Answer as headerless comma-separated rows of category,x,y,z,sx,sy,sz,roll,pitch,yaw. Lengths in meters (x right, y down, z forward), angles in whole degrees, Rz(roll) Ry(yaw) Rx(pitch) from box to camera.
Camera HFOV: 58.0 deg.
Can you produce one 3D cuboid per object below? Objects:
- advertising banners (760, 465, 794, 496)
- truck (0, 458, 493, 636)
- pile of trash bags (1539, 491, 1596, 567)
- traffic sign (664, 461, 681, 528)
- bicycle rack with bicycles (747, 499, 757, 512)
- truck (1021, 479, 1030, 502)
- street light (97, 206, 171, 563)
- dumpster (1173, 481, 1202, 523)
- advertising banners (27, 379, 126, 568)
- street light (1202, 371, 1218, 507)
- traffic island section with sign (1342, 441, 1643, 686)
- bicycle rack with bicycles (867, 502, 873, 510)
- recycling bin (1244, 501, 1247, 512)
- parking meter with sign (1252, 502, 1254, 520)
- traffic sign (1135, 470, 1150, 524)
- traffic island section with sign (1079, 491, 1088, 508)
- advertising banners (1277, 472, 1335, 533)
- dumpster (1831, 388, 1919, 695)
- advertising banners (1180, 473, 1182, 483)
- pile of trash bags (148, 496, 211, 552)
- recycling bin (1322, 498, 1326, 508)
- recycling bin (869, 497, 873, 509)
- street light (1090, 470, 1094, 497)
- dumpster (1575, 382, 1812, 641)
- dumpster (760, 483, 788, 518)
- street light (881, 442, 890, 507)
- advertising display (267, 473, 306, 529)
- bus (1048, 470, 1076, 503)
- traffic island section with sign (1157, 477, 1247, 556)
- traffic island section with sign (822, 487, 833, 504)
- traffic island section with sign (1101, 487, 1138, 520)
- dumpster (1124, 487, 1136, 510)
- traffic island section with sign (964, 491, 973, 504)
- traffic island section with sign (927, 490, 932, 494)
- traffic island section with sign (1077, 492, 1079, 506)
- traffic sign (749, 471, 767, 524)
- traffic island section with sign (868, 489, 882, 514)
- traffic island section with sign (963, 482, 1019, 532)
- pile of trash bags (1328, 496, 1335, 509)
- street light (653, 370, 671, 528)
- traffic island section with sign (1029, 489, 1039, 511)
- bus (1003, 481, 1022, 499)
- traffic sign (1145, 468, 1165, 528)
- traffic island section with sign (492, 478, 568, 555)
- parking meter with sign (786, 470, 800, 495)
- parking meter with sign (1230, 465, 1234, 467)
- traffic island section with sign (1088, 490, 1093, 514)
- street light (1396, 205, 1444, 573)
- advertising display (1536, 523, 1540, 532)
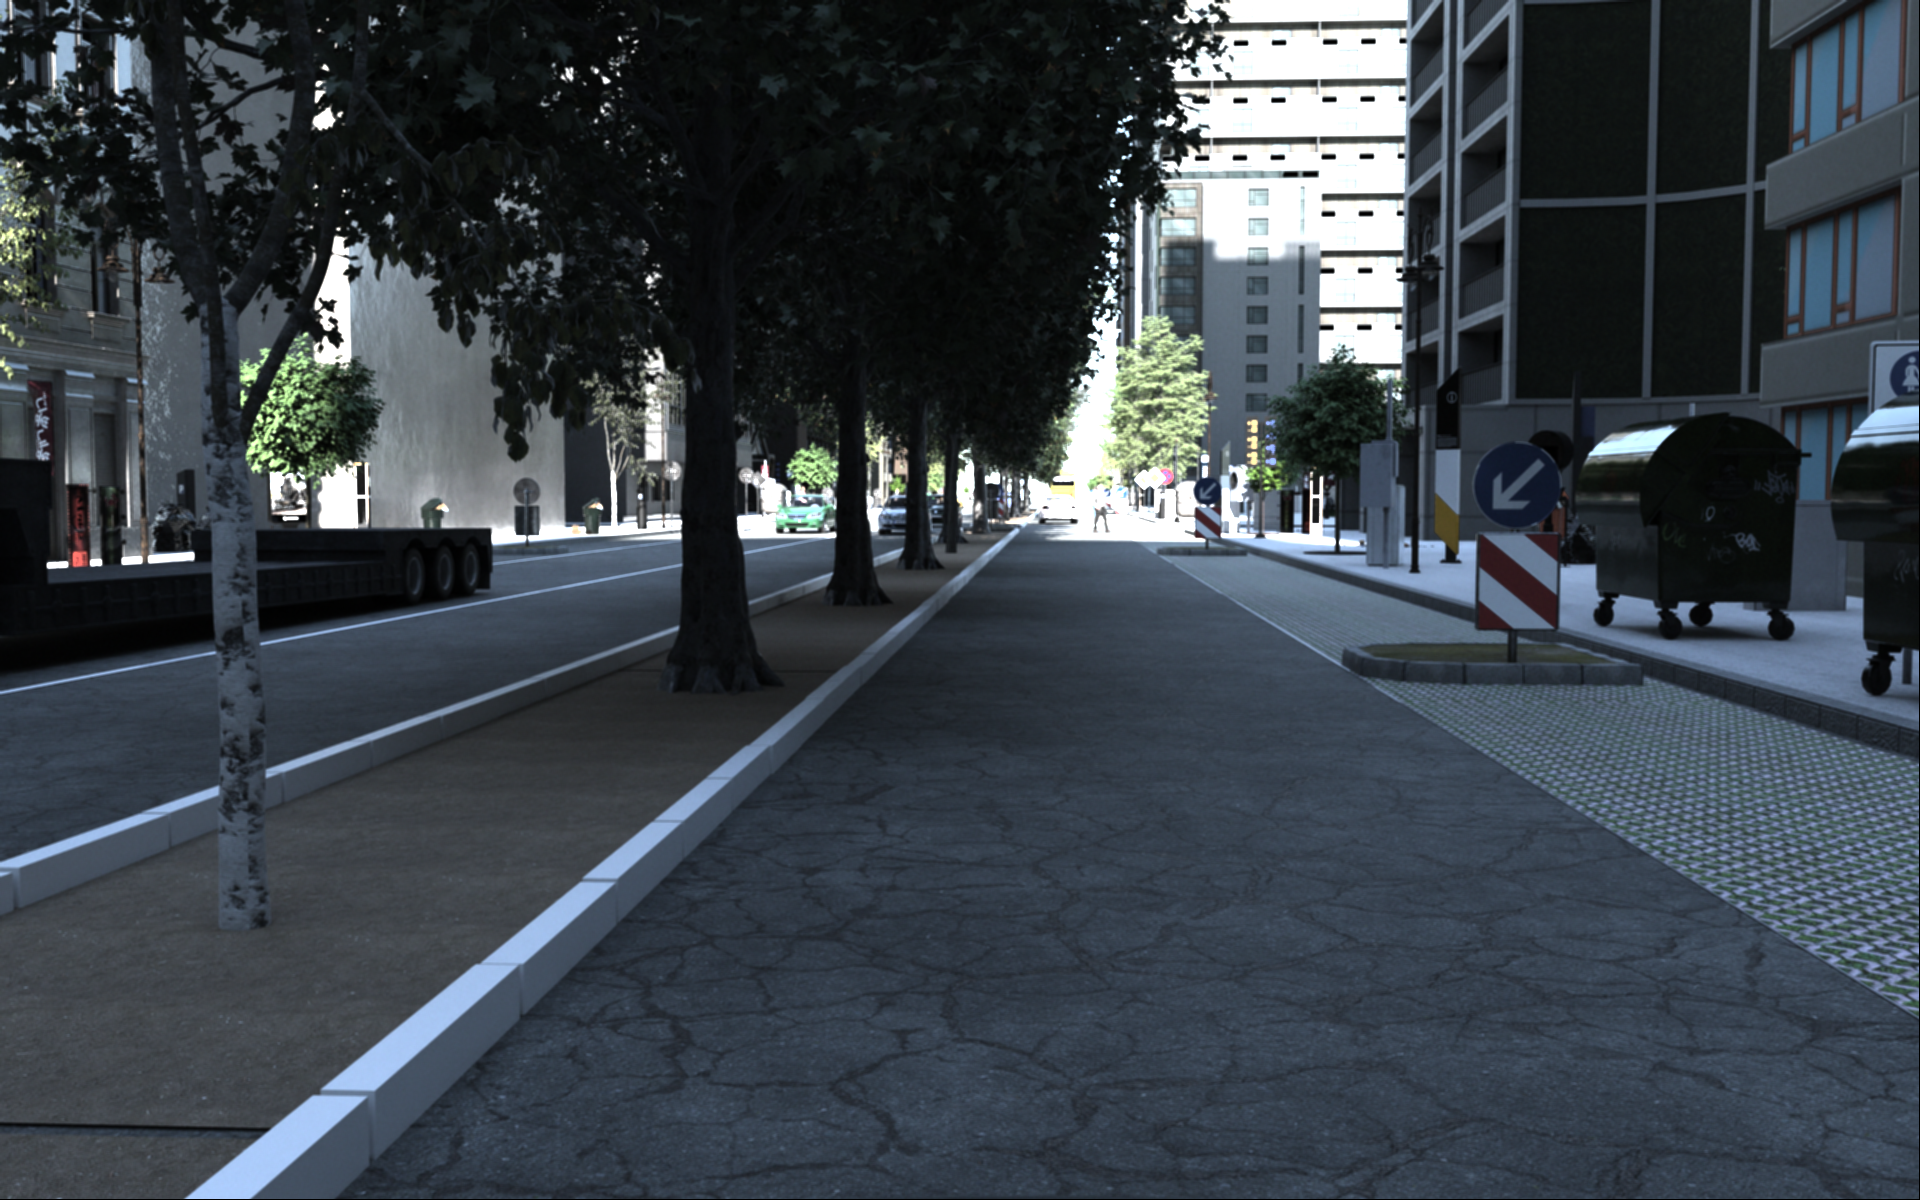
advertising banners,-11.046,-6.637,104.699,2.074,3.025,0.090,0,4,5
truck,-8.572,-1.587,15.698,2.967,4.110,18.799,0,4,4
pile of trash bags,11.626,-1.333,31.554,3.447,1.369,1.912,-3,4,-38
traffic sign,-11.047,-4.048,66.283,0.768,2.556,0.104,1,4,9
bicycle rack with bicycles,-14.694,-6.632,121.813,2.925,0.926,2.852,2,4,31
truck,9.942,-17.892,282.291,2.967,4.110,18.799,0,4,3
street light,-13.334,-3.388,28.175,0.468,5.910,1.993,0,4,3
dumpster,10.161,-4.354,76.954,1.264,1.857,1.865,0,4,3
advertising banners,-13.999,-1.914,27.489,0.090,3.025,2.074,1,4,12
street light,9.332,-5.631,64.847,0.468,5.910,1.993,0,4,3
traffic island section with sign,4.147,-0.321,13.875,1.989,1.847,2.006,0,4,3
bicycle rack with bicycles,-8.486,-7.556,136.923,2.925,0.926,2.852,0,4,5
recycling bin,20.155,-6.849,124.538,0.722,1.027,0.722,-1,4,-16
parking meter with sign,15.096,-5.589,87.649,0.543,3.016,1.738,1,4,17
traffic sign,7.796,-4.262,73.333,0.795,2.450,0.064,0,4,3
traffic island section with sign,13.138,-10.070,173.279,1.989,1.847,2.006,0,4,3
advertising banners,11.374,-3.688,56.487,2.074,3.025,0.090,0,4,-8
dumpster,6.300,-0.470,10.176,1.502,2.255,1.985,0,4,3
advertising banners,15.963,-7.802,123.749,0.090,3.025,2.074,2,4,24
pile of trash bags,-18.133,-1.759,38.517,1.912,1.369,3.447,2,4,34
recycling bin,22.065,-5.716,106.009,0.722,1.027,0.722,0,4,1
recycling bin,-7.844,-8.170,146.131,0.722,1.027,0.722,-3,4,-36
street light,23.162,-20.460,307.301,0.468,5.910,1.993,0,4,3
dumpster,6.709,-0.823,15.952,1.502,2.255,1.985,0,4,3
dumpster,-9.876,-5.274,91.986,1.264,1.857,1.865,0,4,3
street light,-6.520,-10.745,148.468,0.468,5.910,1.993,0,4,3
advertising display,-15.759,-2.169,40.673,0.123,1.923,0.974,3,5,43
bus,10.369,-11.323,176.677,2.896,3.916,12.252,0,4,2
traffic island section with sign,5.659,-1.967,40.788,1.989,1.847,2.006,0,4,3
traffic island section with sign,-7.421,-5.402,96.944,1.989,1.847,2.006,0,4,3
traffic island section with sign,8.692,-5.261,94.640,1.989,1.847,2.006,0,4,3
dumpster,13.919,-8.399,143.082,1.264,1.857,1.865,0,4,3
traffic island section with sign,1.555,-15.124,255.903,1.989,1.847,2.006,0,4,3
traffic island section with sign,-3.116,-10.069,173.262,1.989,1.847,2.006,0,4,3
traffic island section with sign,14.646,-11.719,200.238,1.989,1.847,2.006,0,4,3
traffic sign,-8.671,-4.320,74.279,0.795,2.450,0.064,0,4,3
traffic island section with sign,-5.886,-7.064,124.124,1.989,1.847,2.006,0,4,3
traffic island section with sign,1.138,-3.541,66.026,2.006,1.907,1.989,0,4,3
pile of trash bags,29.533,-7.533,132.915,3.447,1.369,1.912,1,4,15
street light,-11.111,-5.627,64.788,0.468,5.910,1.993,0,4,3
traffic island section with sign,5.790,-8.581,148.441,2.006,1.907,1.989,0,4,3
bus,6.201,-13.363,213.336,2.948,3.499,13.247,0,4,3
traffic sign,7.346,-3.775,65.360,0.795,2.450,0.064,0,4,3
traffic island section with sign,-10.541,-2.021,41.673,1.989,1.847,2.006,0,4,3
parking meter with sign,-11.646,-7.722,122.522,0.543,3.016,1.738,-2,4,-35
parking meter with sign,16.287,-6.687,105.601,0.543,3.016,1.738,0,4,0
traffic island section with sign,10.269,-6.966,122.522,1.989,1.847,2.006,0,4,3
street light,7.403,-3.378,28.018,0.468,5.910,1.993,0,4,3
advertising display,12.408,-1.921,36.630,0.123,1.923,0.974,0,4,1
